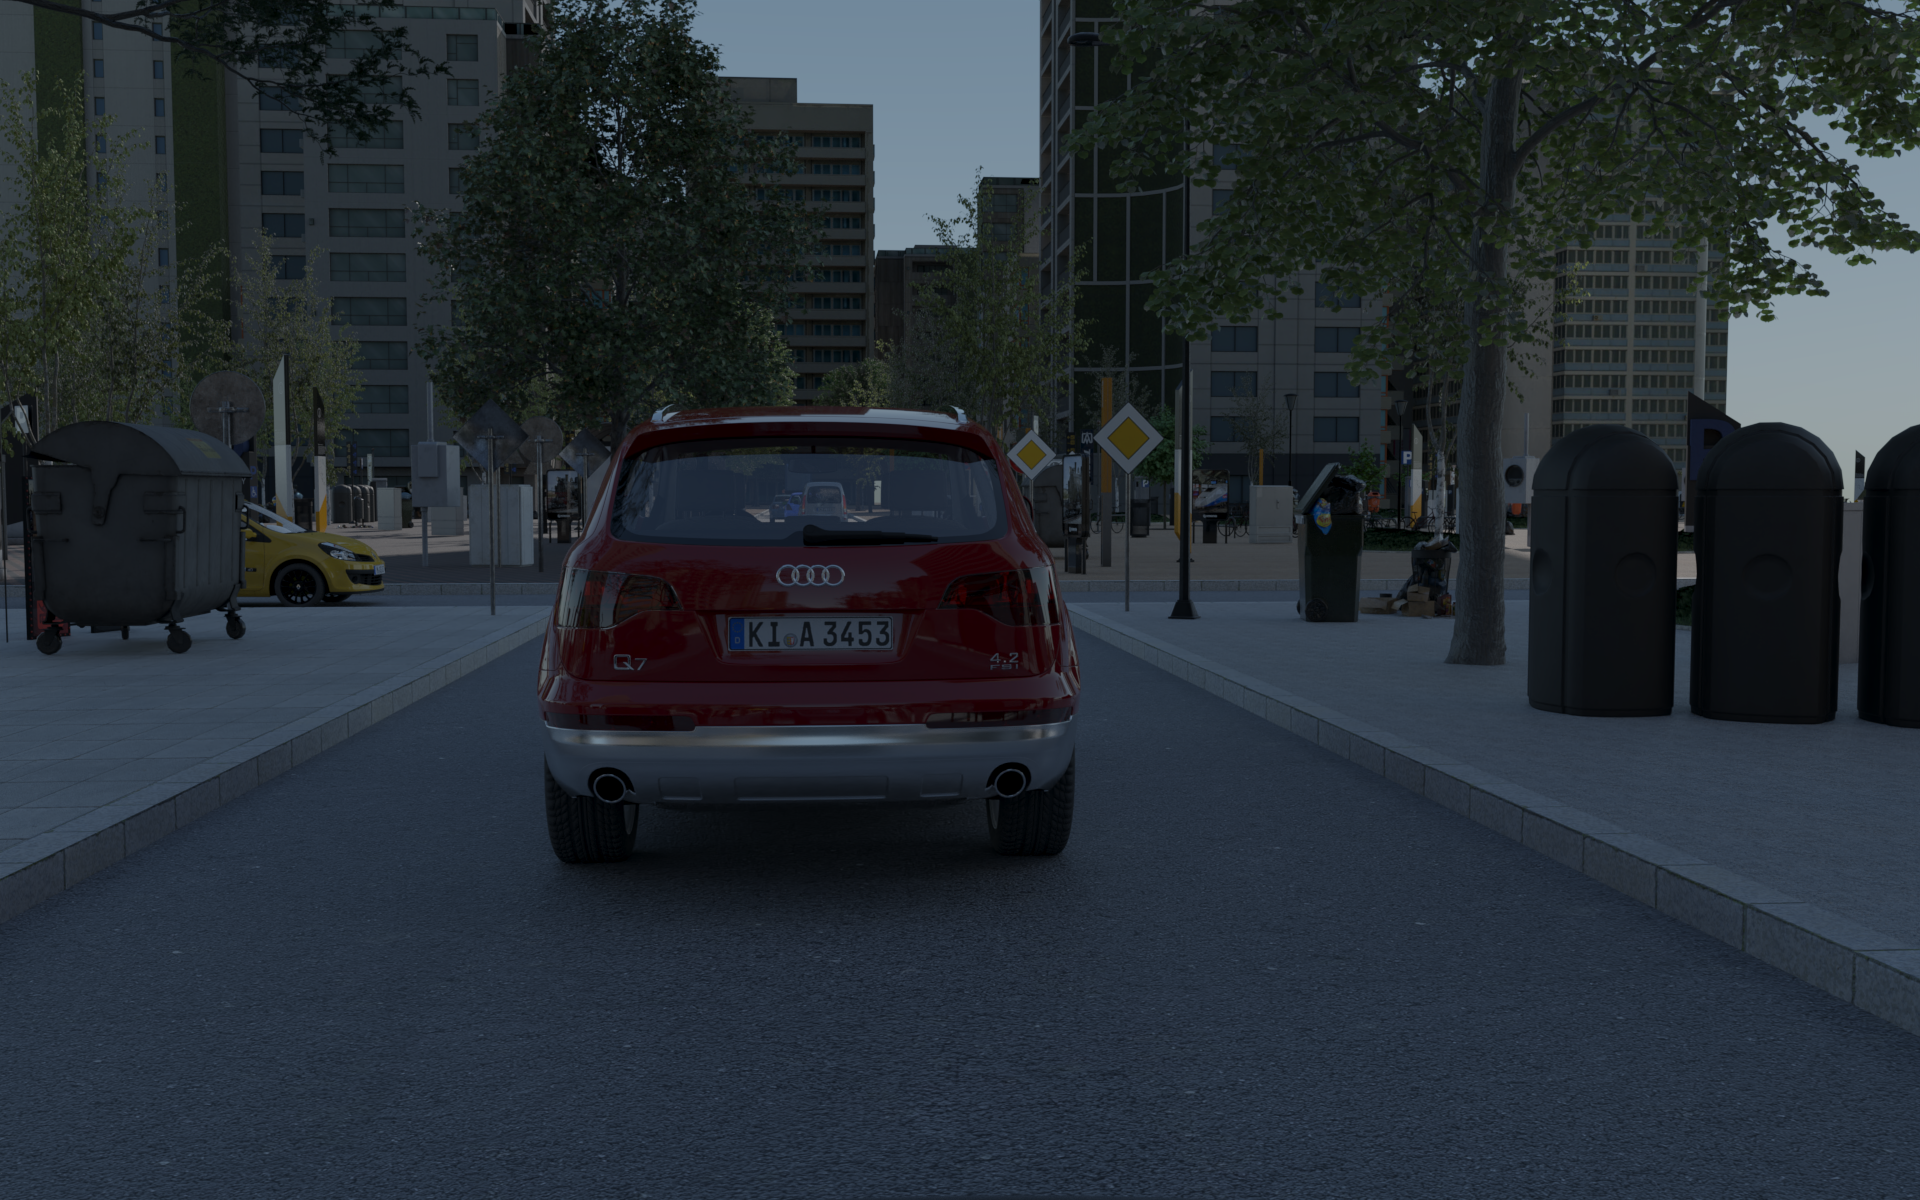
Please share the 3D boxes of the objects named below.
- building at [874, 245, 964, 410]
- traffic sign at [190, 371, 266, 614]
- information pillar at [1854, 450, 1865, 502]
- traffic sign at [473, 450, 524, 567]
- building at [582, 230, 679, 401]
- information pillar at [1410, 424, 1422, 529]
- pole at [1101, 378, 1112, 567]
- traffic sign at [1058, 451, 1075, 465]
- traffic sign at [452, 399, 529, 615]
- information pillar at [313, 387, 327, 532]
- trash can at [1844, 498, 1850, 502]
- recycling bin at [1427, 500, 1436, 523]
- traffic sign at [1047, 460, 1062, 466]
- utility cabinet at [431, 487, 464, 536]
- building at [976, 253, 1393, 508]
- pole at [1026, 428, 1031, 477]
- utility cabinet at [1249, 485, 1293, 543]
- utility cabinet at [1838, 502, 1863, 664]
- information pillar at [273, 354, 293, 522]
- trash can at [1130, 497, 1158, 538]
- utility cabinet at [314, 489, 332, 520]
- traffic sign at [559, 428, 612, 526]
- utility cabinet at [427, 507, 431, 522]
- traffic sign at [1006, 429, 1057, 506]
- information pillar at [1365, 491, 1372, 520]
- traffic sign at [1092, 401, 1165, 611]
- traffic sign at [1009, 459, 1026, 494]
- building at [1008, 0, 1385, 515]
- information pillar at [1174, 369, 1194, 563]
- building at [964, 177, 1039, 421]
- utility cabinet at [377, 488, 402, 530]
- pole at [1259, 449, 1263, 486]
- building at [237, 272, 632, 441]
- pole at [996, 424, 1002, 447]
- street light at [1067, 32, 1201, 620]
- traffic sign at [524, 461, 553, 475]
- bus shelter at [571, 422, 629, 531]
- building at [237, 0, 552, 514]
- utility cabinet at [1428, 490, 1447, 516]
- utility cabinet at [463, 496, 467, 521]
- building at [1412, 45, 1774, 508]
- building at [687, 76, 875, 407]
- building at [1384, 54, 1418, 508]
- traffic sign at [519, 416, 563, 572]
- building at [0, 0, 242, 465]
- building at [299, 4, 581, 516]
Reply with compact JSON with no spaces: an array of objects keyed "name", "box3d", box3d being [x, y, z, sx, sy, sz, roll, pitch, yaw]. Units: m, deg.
[{"name":"building","box3d":[-3.011,-26.421,203.679,14.107,30.474,14.160,0,4,-5]},{"name":"traffic sign","box3d":[-7.569,-1.090,17.921,0.768,2.556,0.104,0,4,-3]},{"name":"information pillar","box3d":[47.210,-6.090,90.930,0.504,3.616,0.183,3,5,41]},{"name":"traffic sign","box3d":[-8.053,-1.848,30.218,0.884,2.594,0.081,0,4,-3]},{"name":"building","box3d":[-44.340,-31.619,208.857,23.993,40.220,32.217,0,4,-5]},{"name":"information pillar","box3d":[15.302,-4.083,58.104,0.504,3.616,0.183,-3,5,-39]},{"name":"pole","box3d":[2.575,-2.240,30.467,0.158,3.312,0.155,0,3,0]},{"name":"traffic sign","box3d":[2.992,-2.755,46.227,0.795,2.450,0.064,0,4,-1]},{"name":"traffic sign","box3d":[-4.943,-0.896,18.285,0.795,2.450,0.064,0,4,-5]},{"name":"information pillar","box3d":[-14.054,-2.855,38.032,0.183,3.616,0.504,0,4,-1]},{"name":"trash can","box3d":[29.677,-2.873,58.625,0.748,1.137,0.748,0,3,0]},{"name":"recycling bin","box3d":[20.595,-3.903,76.368,0.722,1.027,0.722,-2,4,-24]},{"name":"traffic sign","box3d":[2.825,-3.021,51.526,0.606,2.300,0.079,0,4,0]},{"name":"utility cabinet","box3d":[-15.615,-2.697,52.767,1.173,1.500,0.318,2,4,35]},{"name":"building","box3d":[16.513,-18.028,139.803,27.650,21.520,28.899,0,4,-5]},{"name":"pole","box3d":[2.114,-3.656,53.626,0.158,3.312,0.155,0,3,0]},{"name":"utility cabinet","box3d":[8.035,-2.203,44.690,1.173,1.500,0.318,-2,4,-28]},{"name":"utility cabinet","box3d":[6.387,-0.117,13.078,1.020,1.237,0.306,-2,4,-24]},{"name":"information pillar","box3d":[-11.453,-2.322,29.318,0.183,3.616,0.504,-3,5,-43]},{"name":"trash can","box3d":[5.274,-2.406,50.991,0.748,1.137,0.748,0,3,0]},{"name":"utility cabinet","box3d":[-30.511,-4.561,83.254,0.318,1.500,1.173,1,4,18]},{"name":"traffic sign","box3d":[-5.667,-1.382,26.238,0.795,2.450,0.064,0,4,-5]},{"name":"utility cabinet","box3d":[-24.079,-4.182,79.537,0.306,1.237,1.020,3,5,45]},{"name":"traffic sign","box3d":[1.102,-1.418,26.831,0.795,2.450,0.064,0,4,-5]},{"name":"information pillar","box3d":[19.935,-4.901,84.621,0.304,2.012,0.304,1,4,21]},{"name":"traffic sign","box3d":[1.825,-0.932,18.878,0.795,2.450,0.064,0,4,-5]},{"name":"traffic sign","box3d":[1.607,-2.643,43.314,0.768,2.556,0.104,0,4,4]},{"name":"building","box3d":[14.525,-41.262,112.886,20.563,71.187,20.611,0,4,-5]},{"name":"information pillar","box3d":[4.185,-2.510,32.386,0.183,3.616,0.504,3,5,39]},{"name":"building","box3d":[8.352,-23.792,160.692,14.160,30.474,14.107,0,4,-5]},{"name":"utility cabinet","box3d":[-20.009,-3.187,60.781,1.173,1.500,0.318,3,5,44]},{"name":"pole","box3d":[13.664,-5.185,78.624,0.158,3.312,0.155,0,3,0]},{"name":"building","box3d":[-43.173,-18.672,150.321,28.899,21.520,27.650,0,4,-5]},{"name":"pole","box3d":[1.141,-3.477,50.691,0.158,3.312,0.155,0,3,0]},{"name":"street light","box3d":[1.777,-2.759,17.656,1.470,5.913,1.316,0,4,-5]},{"name":"traffic sign","box3d":[-11.464,-2.893,47.304,0.884,2.594,0.081,0,4,-4]},{"name":"bus shelter","box3d":[-10.104,-3.504,51.208,2.014,3.302,5.546,0,4,-5]},{"name":"building","box3d":[-37.409,-41.842,122.373,20.563,71.187,20.611,0,4,-5]},{"name":"utility cabinet","box3d":[27.691,-5.628,100.697,1.173,1.500,0.318,0,4,1]},{"name":"utility cabinet","box3d":[-24.090,-4.405,83.181,1.020,1.237,0.306,3,4,38]},{"name":"building","box3d":[53.090,-28.401,156.242,23.993,40.220,32.217,0,4,-5]},{"name":"building","box3d":[-21.164,-35.582,205.470,21.600,48.544,21.300,0,4,-5]},{"name":"building","box3d":[29.960,-32.717,158.626,21.600,48.544,21.300,0,4,-5]},{"name":"traffic sign","box3d":[-6.870,-1.726,28.326,0.768,2.556,0.104,0,4,3]},{"name":"building","box3d":[-72.918,-37.156,149.497,28.212,58.520,21.231,0,4,-5]},{"name":"building","box3d":[-31.366,-20.493,106.766,14.160,30.474,14.107,0,4,-5]}]
